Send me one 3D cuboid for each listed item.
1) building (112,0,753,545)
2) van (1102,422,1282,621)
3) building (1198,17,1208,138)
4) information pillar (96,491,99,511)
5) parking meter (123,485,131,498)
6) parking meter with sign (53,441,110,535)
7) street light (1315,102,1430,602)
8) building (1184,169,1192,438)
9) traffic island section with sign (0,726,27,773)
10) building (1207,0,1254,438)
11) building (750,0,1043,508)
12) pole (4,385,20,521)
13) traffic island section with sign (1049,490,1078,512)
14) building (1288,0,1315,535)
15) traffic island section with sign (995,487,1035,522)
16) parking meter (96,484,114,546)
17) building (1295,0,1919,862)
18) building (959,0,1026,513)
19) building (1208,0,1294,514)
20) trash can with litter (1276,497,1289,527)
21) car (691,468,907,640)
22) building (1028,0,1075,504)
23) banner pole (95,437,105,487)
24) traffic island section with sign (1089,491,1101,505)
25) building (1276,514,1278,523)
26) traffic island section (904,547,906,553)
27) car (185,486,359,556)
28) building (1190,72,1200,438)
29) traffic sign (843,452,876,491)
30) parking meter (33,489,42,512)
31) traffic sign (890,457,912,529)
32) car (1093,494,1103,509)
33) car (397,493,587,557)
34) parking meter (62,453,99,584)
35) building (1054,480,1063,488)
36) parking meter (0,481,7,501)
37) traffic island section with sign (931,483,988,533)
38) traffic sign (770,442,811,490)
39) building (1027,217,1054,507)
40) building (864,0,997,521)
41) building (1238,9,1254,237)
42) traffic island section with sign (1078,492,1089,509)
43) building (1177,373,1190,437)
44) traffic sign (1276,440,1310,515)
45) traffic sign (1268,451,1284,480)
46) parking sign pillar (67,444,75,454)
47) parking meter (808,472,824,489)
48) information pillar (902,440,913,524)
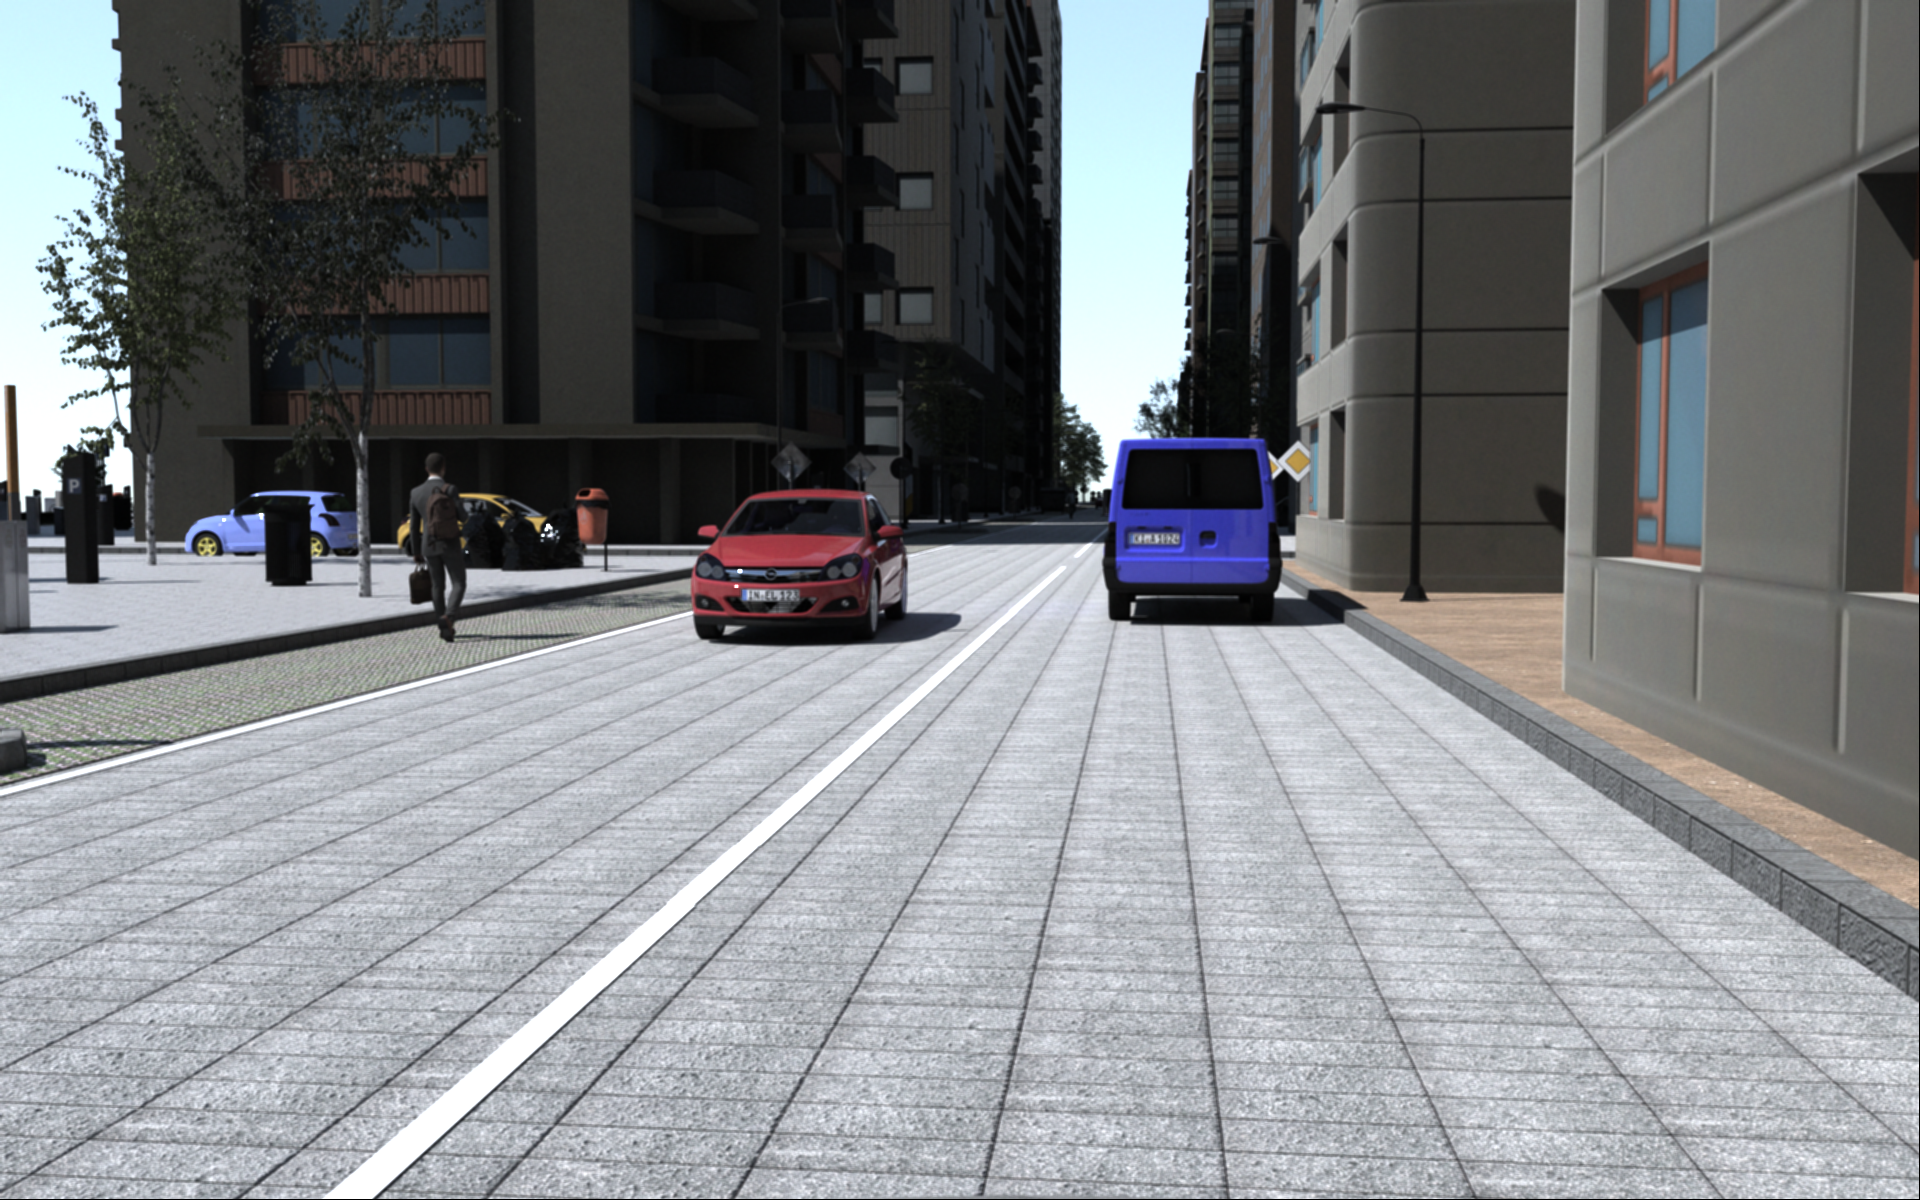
[{"bbox_3d":[-13.996,-24.562,56.207,22.147,44.769,28.867,0,4,6],"label":"building"},{"bbox_3d":[2.815,-1.032,21.256,2.240,2.365,5.245,0,4,7],"label":"van"},{"bbox_3d":[33.027,-30.816,158.469,22.147,44.769,28.867,0,4,6],"label":"building"},{"bbox_3d":[-44.160,-5.135,88.443,0.304,2.012,0.304,1,4,11],"label":"information pillar"},{"bbox_3d":[-56.369,-6.821,117.230,0.399,1.863,0.255,0,4,-2],"label":"parking meter"},{"bbox_3d":[-28.052,-3.610,55.283,0.543,3.016,1.738,2,4,25],"label":"parking meter with sign"},{"bbox_3d":[4.914,-2.942,20.651,1.470,5.913,1.316,0,4,6],"label":"street light"},{"bbox_3d":[40.822,-35.093,228.399,22.147,44.769,28.867,0,4,6],"label":"building"},{"bbox_3d":[-5.911,-0.001,8.642,1.989,1.847,2.006,0,4,6],"label":"traffic island section with sign"},{"bbox_3d":[24.688,-26.859,122.737,14.154,41.232,14.086,0,4,6],"label":"building"},{"bbox_3d":[-4.145,-30.516,153.562,22.147,44.769,28.867,0,4,6],"label":"building"},{"bbox_3d":[-17.744,-2.361,32.442,0.158,3.312,0.155,0,3,0],"label":"pole"},{"bbox_3d":[8.243,-8.016,139.697,1.989,1.847,2.006,0,4,6],"label":"traffic island section with sign"},{"bbox_3d":[20.883,-26.112,50.638,21.600,48.544,21.300,0,4,6],"label":"building"},{"bbox_3d":[2.905,-4.994,90.280,1.989,1.847,2.006,0,4,6],"label":"traffic island section with sign"},{"bbox_3d":[-21.358,-2.132,43.276,0.372,1.533,0.369,0,3,0],"label":"parking meter"},{"bbox_3d":[18.291,-10.396,15.009,27.650,21.520,28.899,0,4,6],"label":"building"},{"bbox_3d":[-6.523,-30.814,127.504,21.300,48.544,21.600,0,4,6],"label":"building"},{"bbox_3d":[26.773,-29.810,137.507,14.600,45.320,14.200,0,4,6],"label":"building"},{"bbox_3d":[12.395,-3.437,67.584,1.055,1.170,0.624,0,4,2],"label":"trash can with litter"},{"bbox_3d":[-1.619,-0.575,18.440,2.155,1.783,4.494,0,4,4],"label":"car"},{"bbox_3d":[6.659,-49.924,254.510,20.563,71.187,20.611,0,4,6],"label":"building"},{"bbox_3d":[-37.934,-5.289,76.488,0.863,3.779,0.401,2,4,33],"label":"banner pole"},{"bbox_3d":[17.163,-13.069,222.300,1.989,1.847,2.006,0,4,6],"label":"traffic island section with sign"},{"bbox_3d":[21.001,-26.306,80.218,14.600,45.320,14.200,0,4,6],"label":"building"},{"bbox_3d":[-2.401,-1.153,41.139,2.009,0.180,2.903,0,4,6],"label":"traffic island section"},{"bbox_3d":[-14.909,-1.717,37.666,3.694,1.707,1.945,0,4,7],"label":"car"},{"bbox_3d":[31.186,-32.434,180.399,14.600,45.320,14.200,0,4,6],"label":"building"},{"bbox_3d":[-2.377,-2.289,41.075,0.795,2.450,0.064,0,4,6],"label":"traffic sign"},{"bbox_3d":[-48.261,-5.027,90.607,0.372,1.533,0.369,0,3,0],"label":"parking meter"},{"bbox_3d":[-2.055,-3.657,59.905,0.768,2.556,0.104,1,4,12],"label":"traffic sign"},{"bbox_3d":[14.019,-9.716,167.892,2.155,1.783,4.494,0,4,5],"label":"car"},{"bbox_3d":[-10.109,-1.674,37.593,3.980,1.641,2.015,0,4,6],"label":"car"},{"bbox_3d":[-12.620,-1.170,24.842,0.399,1.863,0.255,1,4,10],"label":"parking meter"},{"bbox_3d":[-3.671,-31.898,213.415,32.217,40.220,23.993,0,4,6],"label":"building"},{"bbox_3d":[-49.522,-5.152,89.949,0.399,1.863,0.255,-1,4,-14],"label":"parking meter"},{"bbox_3d":[0.013,-3.355,63.480,1.989,1.847,2.006,0,4,6],"label":"traffic island section with sign"},{"bbox_3d":[-3.234,-1.804,33.136,0.795,2.450,0.064,0,4,6],"label":"traffic sign"},{"bbox_3d":[2.100,-24.660,174.898,14.160,30.474,14.107,0,4,6],"label":"building"},{"bbox_3d":[-12.380,-30.978,95.726,28.713,52.752,27.495,0,4,6],"label":"building"},{"bbox_3d":[24.055,-20.481,106.572,14.160,30.474,14.107,0,4,6],"label":"building"},{"bbox_3d":[11.200,-9.692,167.085,1.989,1.847,2.006,0,4,6],"label":"traffic island section with sign"},{"bbox_3d":[46.426,-25.227,257.502,27.650,21.520,28.899,0,4,6],"label":"building"},{"bbox_3d":[6.253,-1.740,32.094,0.795,2.450,0.064,0,4,6],"label":"traffic sign"},{"bbox_3d":[7.110,-2.226,40.034,0.795,2.450,0.064,0,4,6],"label":"traffic sign"},{"bbox_3d":[-47.541,-6.398,93.084,1.447,3.967,1.447,2,4,25],"label":"parking sign pillar"},{"bbox_3d":[-3.828,-2.463,45.975,0.399,1.863,0.255,-1,4,-18],"label":"parking meter"},{"bbox_3d":[-2.220,-5.002,73.131,0.504,3.616,0.183,3,4,38],"label":"information pillar"}]
